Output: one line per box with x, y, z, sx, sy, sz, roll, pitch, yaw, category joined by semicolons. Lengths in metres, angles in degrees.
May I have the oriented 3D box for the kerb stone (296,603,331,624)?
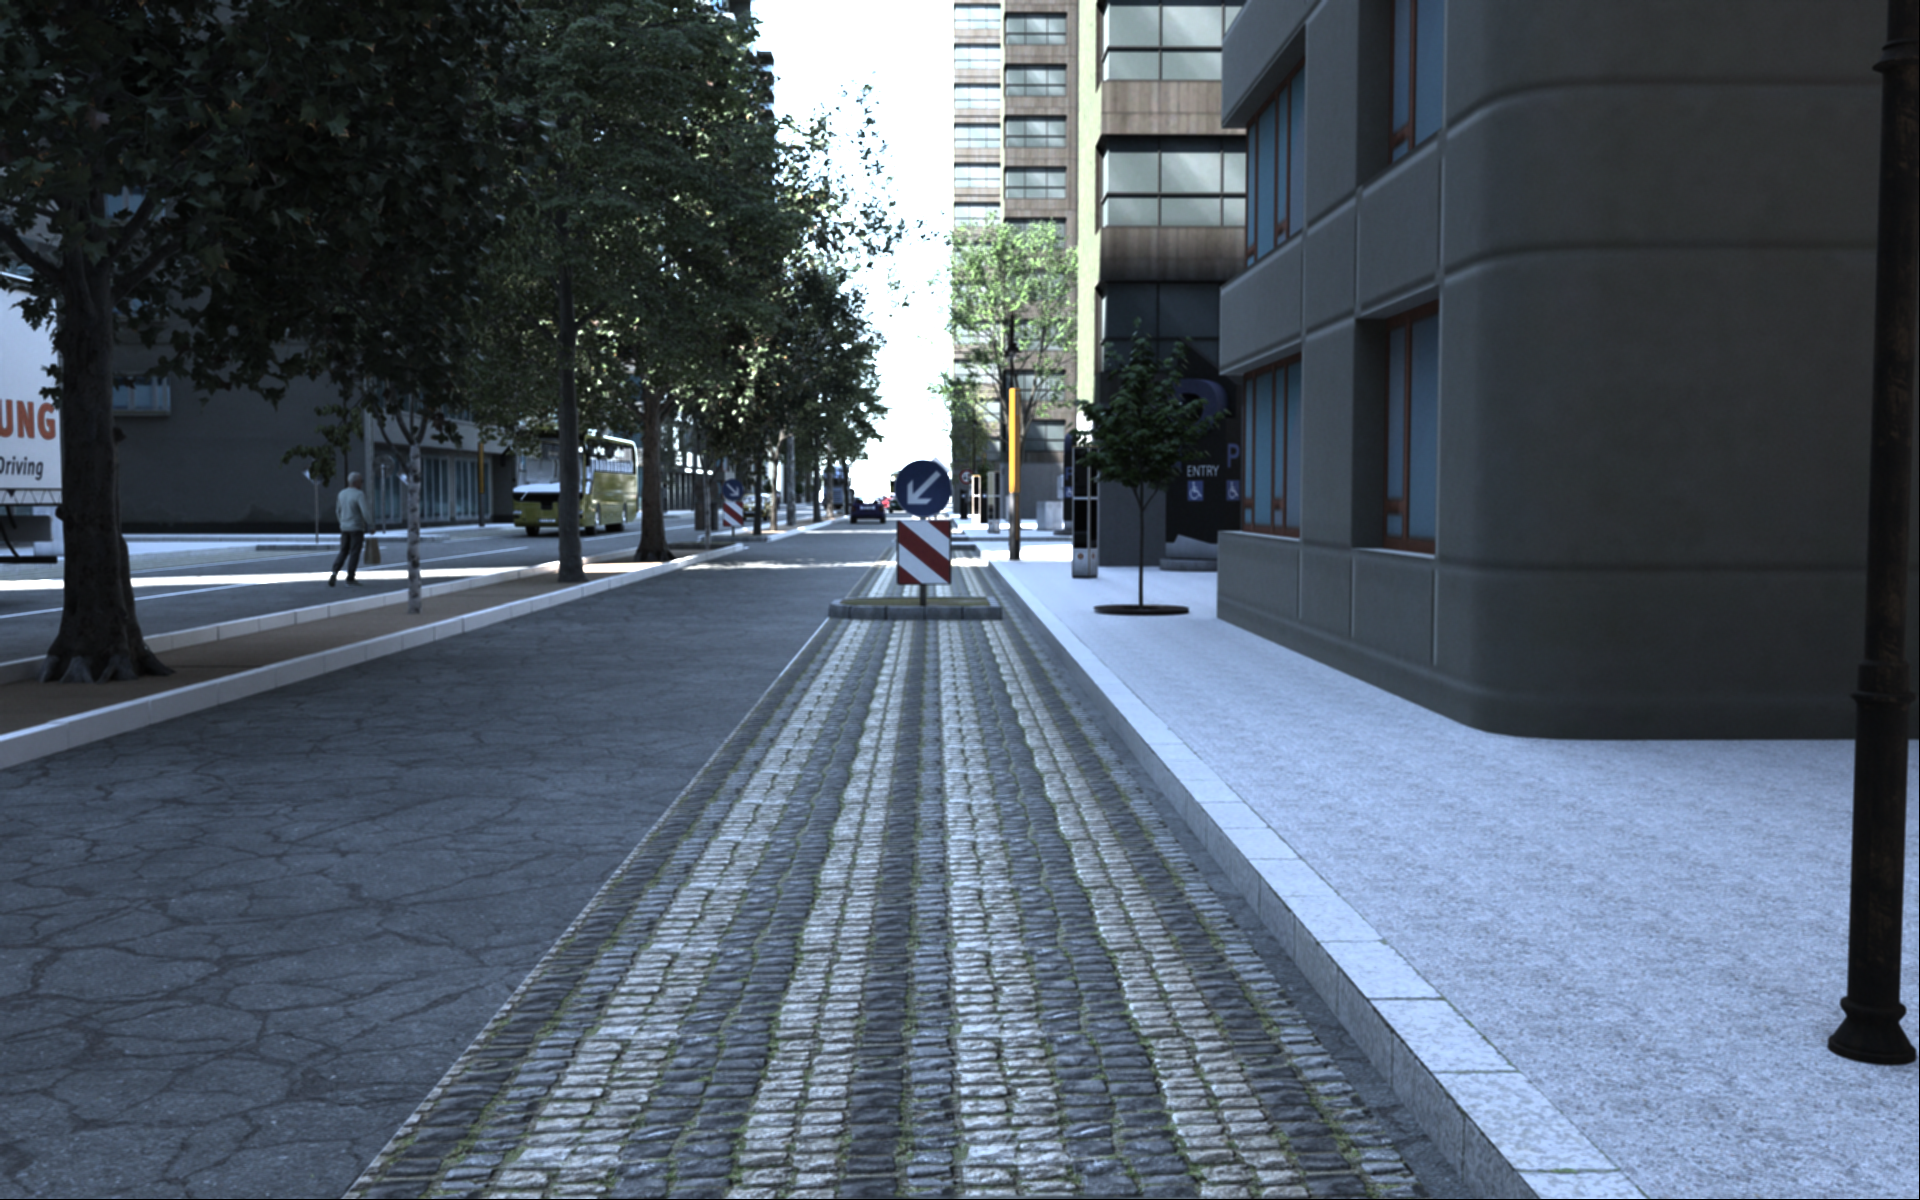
-7.332;0.168;19.456;0.120;0.150;1.000;0;4;-1;kerb stone

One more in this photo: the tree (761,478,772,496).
-21.096;-12.006;190.895;1.663;3.219;1.824;0;3;0;tree

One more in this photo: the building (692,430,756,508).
-35.803;-20.110;173.845;27.650;21.520;28.899;0;4;-1;building

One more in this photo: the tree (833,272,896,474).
-7.108;-10.162;86.737;7.486;12.596;7.792;0;3;0;tree

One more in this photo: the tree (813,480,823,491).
-23.709;-18.403;284.595;4.285;4.588;4.351;0;3;0;tree

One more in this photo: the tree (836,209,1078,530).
2.065;-8.359;62.423;9.928;11.665;9.643;0;3;0;tree

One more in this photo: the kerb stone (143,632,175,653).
-7.265;0.419;15.348;0.120;0.150;1.000;0;4;-1;kerb stone

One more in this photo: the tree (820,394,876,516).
-8.060;-10.622;126.491;4.360;8.622;3.978;0;3;0;tree

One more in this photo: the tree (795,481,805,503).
-21.978;-14.899;238.203;1.663;3.219;1.824;0;3;0;tree

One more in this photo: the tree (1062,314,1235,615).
1.926;-1.483;18.847;1.663;3.219;1.824;0;3;0;tree

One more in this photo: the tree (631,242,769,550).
-6.451;-5.574;43.961;4.360;8.622;3.978;0;3;0;tree

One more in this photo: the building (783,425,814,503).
-36.614;-25.351;259.525;27.650;21.520;28.899;0;4;-1;building

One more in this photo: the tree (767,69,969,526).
-6.351;-13.336;76.387;12.611;20.169;13.585;0;3;0;tree

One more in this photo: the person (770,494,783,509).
-17.848;-9.732;167.627;1.348;1.824;0.705;-1;4;-10;person

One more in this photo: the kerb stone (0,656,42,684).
-7.235;0.546;13.304;0.120;0.150;1.000;0;4;-1;kerb stone

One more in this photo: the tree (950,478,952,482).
-0.619;-10.594;167.814;1.663;3.219;1.824;0;3;0;tree

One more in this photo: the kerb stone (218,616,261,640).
-7.298;0.294;17.393;0.120;0.150;1.000;0;4;-1;kerb stone

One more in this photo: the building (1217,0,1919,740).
16.723;-9.668;3.109;27.650;21.520;28.899;0;4;-1;building

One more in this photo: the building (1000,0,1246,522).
9.118;-19.687;93.577;14.160;30.474;14.107;0;4;-1;building

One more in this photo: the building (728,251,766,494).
-29.614;-31.266;194.799;14.154;41.232;14.086;0;4;-1;building

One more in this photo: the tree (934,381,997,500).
0.562;-9.769;110.089;4.737;8.622;4.395;0;3;0;tree

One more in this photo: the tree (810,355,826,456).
-7.944;-11.679;119.170;9.928;11.665;9.643;0;3;0;tree

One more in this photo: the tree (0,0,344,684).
-6.707;-5.721;13.003;9.611;12.733;9.660;0;3;0;tree

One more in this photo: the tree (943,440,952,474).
-0.113;-16.252;216.086;4.360;8.622;3.978;0;3;0;tree

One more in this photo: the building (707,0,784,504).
-34.101;-55.905;226.717;22.319;86.520;31.000;0;4;-1;building

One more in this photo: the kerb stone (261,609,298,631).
-7.320;0.233;18.424;0.120;0.150;1.000;0;4;-1;kerb stone

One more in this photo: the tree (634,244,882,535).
-7.109;-7.845;65.137;8.767;10.594;7.601;0;4;-1;tree

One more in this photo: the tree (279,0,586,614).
-6.544;-4.148;20.632;4.737;8.622;4.395;0;3;0;tree

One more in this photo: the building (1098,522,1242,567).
9.368;-16.207;36.681;14.160;30.474;14.107;0;4;-1;building

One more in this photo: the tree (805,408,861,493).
-8.011;-9.454;107.389;4.737;8.622;4.395;0;3;0;tree

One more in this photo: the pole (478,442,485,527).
-18.753;-4.526;67.836;0.158;3.312;0.155;0;3;0;pole

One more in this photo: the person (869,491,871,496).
-11.354;-12.958;220.000;0.705;1.869;1.348;1;4;9;person

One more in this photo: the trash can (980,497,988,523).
0.993;-3.924;75.815;0.748;1.137;0.748;0;3;0;trash can

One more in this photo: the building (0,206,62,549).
-34.906;-25.166;31.079;30.456;49.044;23.786;0;4;-1;building

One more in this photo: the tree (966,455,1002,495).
1.111;-5.520;84.858;1.663;3.219;1.824;0;3;0;tree

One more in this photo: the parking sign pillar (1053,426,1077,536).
3.631;-4.007;53.989;1.447;3.967;1.447;1;4;22;parking sign pillar

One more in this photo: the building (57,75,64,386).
-31.971;-29.301;98.672;23.786;49.044;30.456;0;4;-1;building

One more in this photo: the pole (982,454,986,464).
1.202;-5.722;87.395;0.158;3.312;0.155;0;3;0;pole

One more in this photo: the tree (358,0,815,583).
-6.180;-6.524;27.248;7.486;12.596;7.792;0;3;0;tree

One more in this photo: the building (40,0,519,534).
-29.969;-26.975;64.751;21.300;48.544;21.600;0;4;-1;building

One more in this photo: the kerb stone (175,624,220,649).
-7.286;0.361;16.371;0.120;0.150;1.000;0;4;-1;kerb stone

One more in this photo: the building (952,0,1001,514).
6.472;-26.627;118.940;14.154;41.232;14.086;0;4;-1;building

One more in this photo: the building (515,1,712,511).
-33.505;-31.964;142.213;23.786;49.044;30.456;0;4;-1;building

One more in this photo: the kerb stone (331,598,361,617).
-7.346;0.105;20.484;0.120;0.150;1.000;0;4;-1;kerb stone

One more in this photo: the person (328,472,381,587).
-9.344;-1.087;26.753;0.782;1.767;0.515;2;4;24;person

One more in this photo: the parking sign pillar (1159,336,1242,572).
4.096;-2.489;29.163;1.447;3.967;1.447;-3;5;-42;parking sign pillar

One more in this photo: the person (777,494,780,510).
-16.433;-8.902;154.993;0.756;1.711;0.436;1;4;19;person

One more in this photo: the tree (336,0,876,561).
-6.598;-7.174;36.761;9.611;12.733;9.660;0;3;0;tree

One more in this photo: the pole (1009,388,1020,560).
1.062;-2.429;33.550;0.158;3.312;0.155;0;3;0;pole
